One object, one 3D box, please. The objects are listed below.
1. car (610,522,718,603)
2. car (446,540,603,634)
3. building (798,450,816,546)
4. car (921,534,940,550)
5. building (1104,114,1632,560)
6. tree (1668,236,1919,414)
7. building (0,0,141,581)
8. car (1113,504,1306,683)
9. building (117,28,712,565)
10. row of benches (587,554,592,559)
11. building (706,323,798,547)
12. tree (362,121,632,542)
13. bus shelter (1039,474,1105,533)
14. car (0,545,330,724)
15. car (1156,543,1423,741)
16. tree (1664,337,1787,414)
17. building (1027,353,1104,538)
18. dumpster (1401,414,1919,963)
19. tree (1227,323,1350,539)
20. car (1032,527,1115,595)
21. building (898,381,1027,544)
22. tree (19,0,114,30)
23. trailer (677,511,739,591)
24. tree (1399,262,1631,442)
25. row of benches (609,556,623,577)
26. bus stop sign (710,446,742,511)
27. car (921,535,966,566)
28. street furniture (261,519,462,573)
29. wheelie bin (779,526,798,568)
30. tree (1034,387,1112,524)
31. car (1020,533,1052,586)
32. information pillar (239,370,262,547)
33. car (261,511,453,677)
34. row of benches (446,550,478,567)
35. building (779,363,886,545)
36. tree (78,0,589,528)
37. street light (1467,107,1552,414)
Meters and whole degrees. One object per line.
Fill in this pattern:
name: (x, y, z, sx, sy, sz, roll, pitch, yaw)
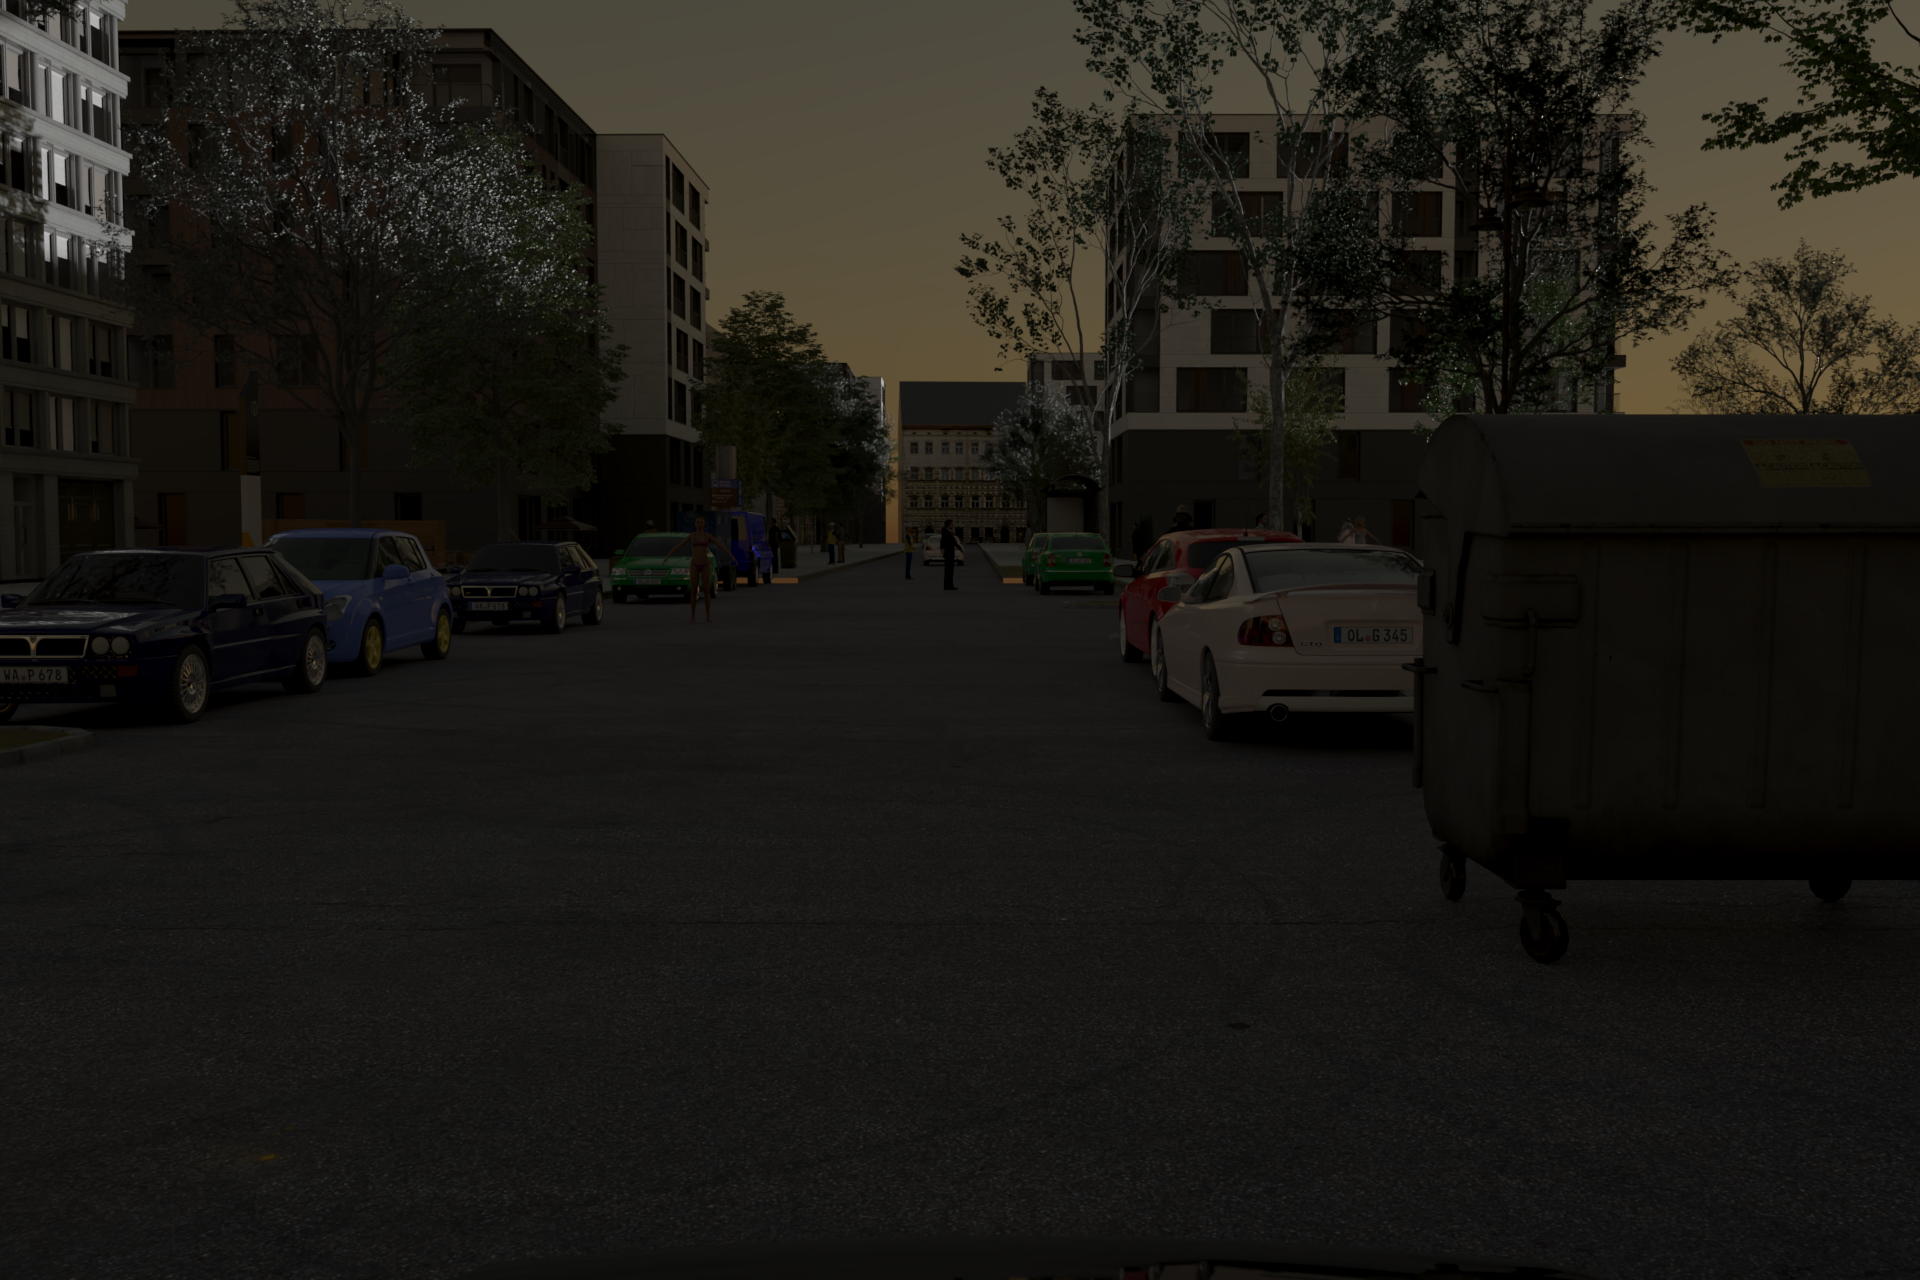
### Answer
car: (-6.318, -1.741, 37.263, 1.959, 1.807, 4.718, 0, 4, 0)
car: (-6.569, -0.828, 26.110, 1.945, 1.354, 3.894, 0, 4, 1)
building: (-26.466, -22.370, 196.675, 19.493, 23.208, 18.063, 0, 3, 0)
car: (-2.487, -8.946, 155.059, 1.959, 1.807, 4.718, 0, 3, 0)
building: (22.132, -15.714, 100.893, 27.936, 21.610, 32.646, 0, 3, 0)
tree: (26.804, -7.299, 53.744, 8.767, 10.594, 7.601, 0, 4, 3)
building: (-28.352, -11.976, 42.486, 8.464, 21.280, 15.925, 0, 4, 1)
car: (2.723, -0.554, 18.105, 2.155, 1.783, 4.494, 0, 4, -1)
building: (-29.073, -14.856, 86.873, 27.936, 21.610, 32.646, 0, 4, 1)
row of benches: (-11.809, -2.322, 53.423, 1.422, 0.672, 4.104, 0, 4, -7)
building: (-26.641, -21.022, 174.631, 19.493, 23.208, 18.063, 0, 4, 1)
tree: (-13.260, -7.988, 48.730, 7.486, 12.596, 7.792, 0, 3, 0)
bus shelter: (3.872, -4.085, 60.711, 2.014, 3.302, 5.546, 0, 4, 0)
car: (-6.650, -0.105, 14.295, 1.945, 1.354, 3.894, 0, 4, 0)
car: (2.632, -0.063, 13.387, 2.083, 1.381, 4.827, 0, 4, 0)
tree: (28.262, -7.036, 65.396, 4.360, 8.622, 3.978, 0, 3, 0)
building: (22.022, -22.460, 211.191, 27.936, 21.610, 32.646, 0, 4, 1)
dumpster: (2.644, 0.120, 6.252, 1.865, 1.857, 1.264, 0, 4, 0)
tree: (11.434, -6.652, 59.122, 4.737, 8.622, 4.395, 0, 3, 0)
car: (2.757, -2.046, 42.255, 1.959, 1.807, 4.718, 0, 3, 0)
building: (0.400, -25.340, 247.690, 18.063, 23.208, 19.493, 0, 4, -4)
tree: (-12.346, -6.320, 13.710, 12.009, 13.543, 11.850, 0, 3, 0)
trailer: (-6.438, -2.204, 43.082, 1.471, 1.999, 3.904, 0, 4, 0)
tree: (20.416, -8.469, 64.217, 9.928, 11.665, 9.643, 0, 3, 0)
row of benches: (-10.153, -2.317, 53.341, 1.422, 0.672, 4.104, 0, 4, -1)
bus stop sign: (-6.999, -3.845, 51.880, 0.837, 3.901, 0.837, 0, 4, 1)
car: (-0.760, -4.102, 79.422, 2.083, 1.381, 4.827, 0, 4, -1)
street furniture: (-20.409, -3.032, 56.421, 11.010, 1.723, 9.812, -1, 4, -9)
wheelie bin: (-6.428, -3.474, 64.710, 0.693, 1.594, 0.980, 0, 4, 2)
tree: (5.725, -8.323, 86.443, 4.360, 8.622, 3.978, 0, 3, 0)
car: (2.695, -2.478, 49.317, 1.959, 1.807, 4.718, 0, 4, 0)
information pillar: (-10.061, -2.033, 24.594, 0.183, 3.616, 0.504, 0, 4, 1)
car: (-6.723, -0.545, 18.510, 1.945, 1.707, 3.694, 0, 3, 0)
row of benches: (-18.904, -3.214, 68.014, 4.104, 0.672, 1.422, 1, 4, 22)
building: (-24.076, -23.158, 222.613, 27.936, 21.610, 32.646, 0, 4, 0)
tree: (-12.884, -7.716, 36.531, 12.009, 13.543, 11.850, 0, 3, 0)
street light: (6.094, -2.849, 19.377, 0.468, 5.910, 1.993, 0, 3, 0)
